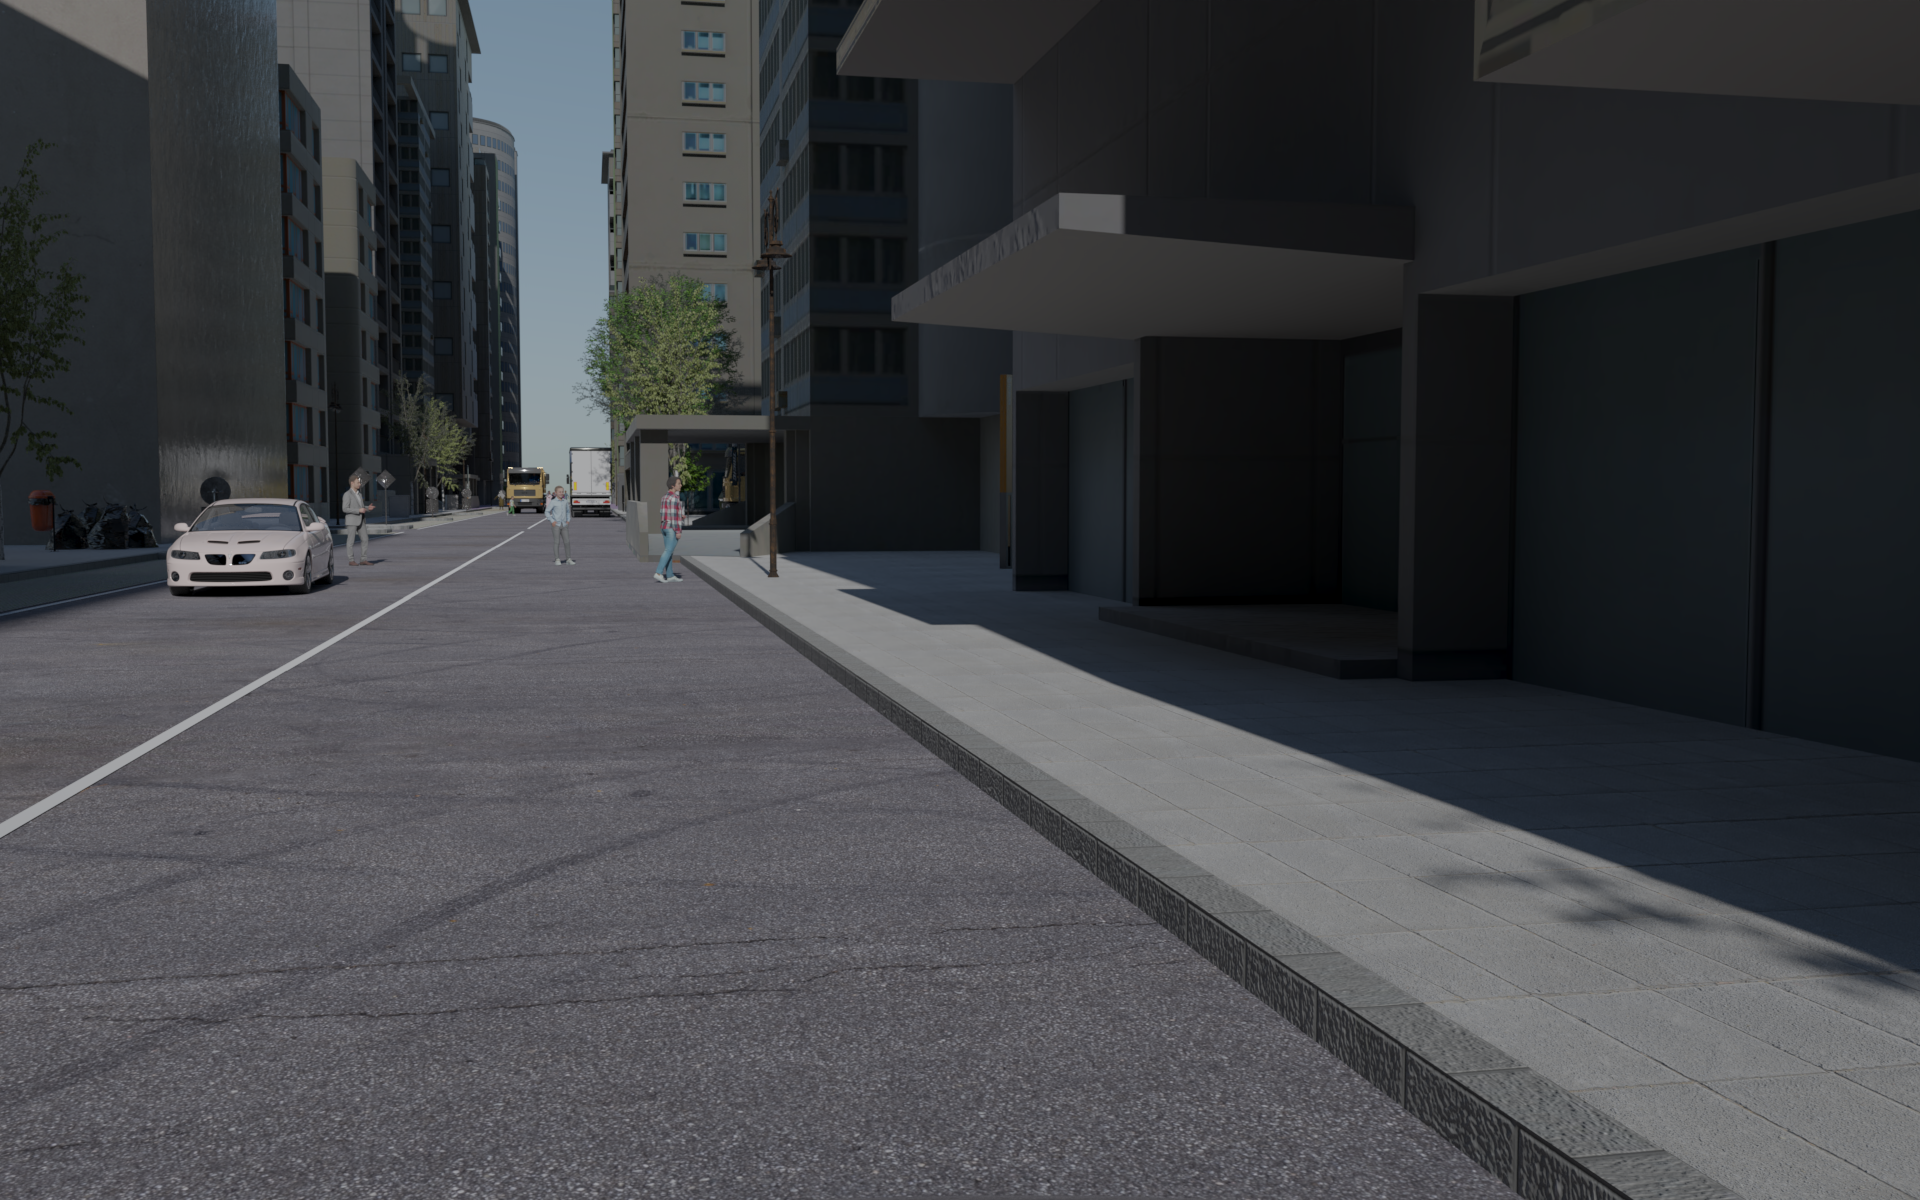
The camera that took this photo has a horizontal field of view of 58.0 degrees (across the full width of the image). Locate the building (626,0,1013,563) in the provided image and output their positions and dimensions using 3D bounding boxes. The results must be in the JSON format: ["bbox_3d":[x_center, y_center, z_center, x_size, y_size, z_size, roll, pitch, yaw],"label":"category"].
[{"bbox_3d":[7.593,-21.610,45.202,32.217,40.220,23.993,-1,4,-12],"label":"building"}]

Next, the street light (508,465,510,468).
[{"bbox_3d":[-59.222,-15.584,227.586,0.468,5.910,1.993,-1,4,-12],"label":"street light"}]

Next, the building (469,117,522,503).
[{"bbox_3d":[-79.171,-44.333,266.839,21.231,58.520,28.212,-1,4,-12],"label":"building"}]

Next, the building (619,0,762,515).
[{"bbox_3d":[-11.736,-30.128,116.292,21.300,48.544,21.600,-1,4,-12],"label":"building"}]

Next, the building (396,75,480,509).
[{"bbox_3d":[-59.658,-28.149,152.124,32.217,40.220,23.993,-1,4,-12],"label":"building"}]

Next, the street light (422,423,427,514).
[{"bbox_3d":[-34.205,-8.433,110.671,0.468,5.910,1.993,-1,4,-12],"label":"street light"}]

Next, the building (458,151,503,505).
[{"bbox_3d":[-60.804,-31.620,200.584,14.154,41.232,14.086,-1,4,-12],"label":"building"}]

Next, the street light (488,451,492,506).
[{"bbox_3d":[-50.069,-12.969,184.825,0.468,5.910,1.993,-1,4,-12],"label":"street light"}]

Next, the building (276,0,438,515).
[{"bbox_3d":[-45.611,-41.246,112.624,20.563,71.187,20.611,-1,4,-12],"label":"building"}]

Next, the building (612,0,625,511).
[{"bbox_3d":[-20.957,-27.971,140.925,14.154,41.232,14.086,-1,4,-12],"label":"building"}]

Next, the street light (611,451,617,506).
[{"bbox_3d":[-36.167,-12.807,182.189,0.468,5.910,1.993,-1,4,-12],"label":"street light"}]

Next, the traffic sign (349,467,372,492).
[{"bbox_3d":[-21.922,-3.653,63.370,0.795,2.450,0.064,-1,4,-12],"label":"traffic sign"}]

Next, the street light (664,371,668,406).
[{"bbox_3d":[-11.042,-5.655,65.245,0.468,5.910,1.993,-1,4,-12],"label":"street light"}]

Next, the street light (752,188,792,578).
[{"bbox_3d":[-2.876,-3.286,26.514,0.468,5.910,1.993,-1,4,-12],"label":"street light"}]

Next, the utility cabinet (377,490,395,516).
[{"bbox_3d":[-33.491,-5.647,101.009,0.318,1.500,1.173,2,4,34],"label":"utility cabinet"}]

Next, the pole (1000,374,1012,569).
[{"bbox_3d":[0.789,-2.189,29.642,0.158,3.312,0.155,0,3,0],"label":"pole"}]

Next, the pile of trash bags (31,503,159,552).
[{"bbox_3d":[-20.267,-1.853,40.054,1.912,1.369,3.447,0,4,7],"label":"pile of trash bags"}]

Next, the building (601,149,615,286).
[{"bbox_3d":[-39.163,-41.121,261.568,28.713,52.752,27.495,-1,4,-12],"label":"building"}]

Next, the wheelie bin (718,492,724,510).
[{"bbox_3d":[-10.218,-4.189,76.392,0.693,1.594,0.980,-3,5,-44],"label":"wheelie bin"}]

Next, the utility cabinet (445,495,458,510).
[{"bbox_3d":[-41.178,-7.899,140.312,0.306,1.237,1.020,3,5,43],"label":"utility cabinet"}]

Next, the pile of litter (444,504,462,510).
[{"bbox_3d":[-42.065,-7.957,144.055,1.719,0.858,1.176,-1,4,-19],"label":"pile of litter"}]

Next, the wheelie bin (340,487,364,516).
[{"bbox_3d":[-26.954,-4.212,76.782,0.980,1.594,0.693,-2,4,-28],"label":"wheelie bin"}]

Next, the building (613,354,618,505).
[{"bbox_3d":[-25.007,-21.503,196.605,27.650,21.520,28.899,-1,4,-12],"label":"building"}]

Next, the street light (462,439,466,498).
[{"bbox_3d":[-41.752,-10.580,145.767,0.468,5.910,1.993,-1,4,-12],"label":"street light"}]

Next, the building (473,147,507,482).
[{"bbox_3d":[-74.705,-37.796,237.570,23.786,49.044,30.456,-1,4,-12],"label":"building"}]

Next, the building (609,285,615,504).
[{"bbox_3d":[-41.450,-28.663,240.336,14.160,30.474,14.107,-1,4,-12],"label":"building"}]

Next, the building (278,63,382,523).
[{"bbox_3d":[-43.459,-14.442,81.166,27.650,21.520,28.899,-1,4,-12],"label":"building"}]

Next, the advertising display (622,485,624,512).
[{"bbox_3d":[-24.440,-7.366,125.652,0.123,1.923,0.974,-1,4,-8],"label":"advertising display"}]

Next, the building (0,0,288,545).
[{"bbox_3d":[-38.968,-14.960,49.105,34.151,26.468,19.350,-1,4,-12],"label":"building"}]

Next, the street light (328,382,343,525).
[{"bbox_3d":[-25.686,-6.028,71.344,0.468,5.910,1.993,-1,4,-12],"label":"street light"}]

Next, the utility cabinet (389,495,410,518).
[{"bbox_3d":[-30.453,-5.068,94.016,1.020,1.237,0.306,-1,4,-19],"label":"utility cabinet"}]

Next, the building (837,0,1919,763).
[{"bbox_3d":[14.086,-25.842,11.763,28.713,52.752,27.495,-1,4,-12],"label":"building"}]

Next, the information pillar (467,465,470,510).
[{"bbox_3d":[-39.940,-9.125,140.547,0.183,3.616,0.504,-1,4,-13],"label":"information pillar"}]

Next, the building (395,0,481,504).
[{"bbox_3d":[-64.364,-36.004,177.901,28.713,52.752,27.495,-1,4,-12],"label":"building"}]
